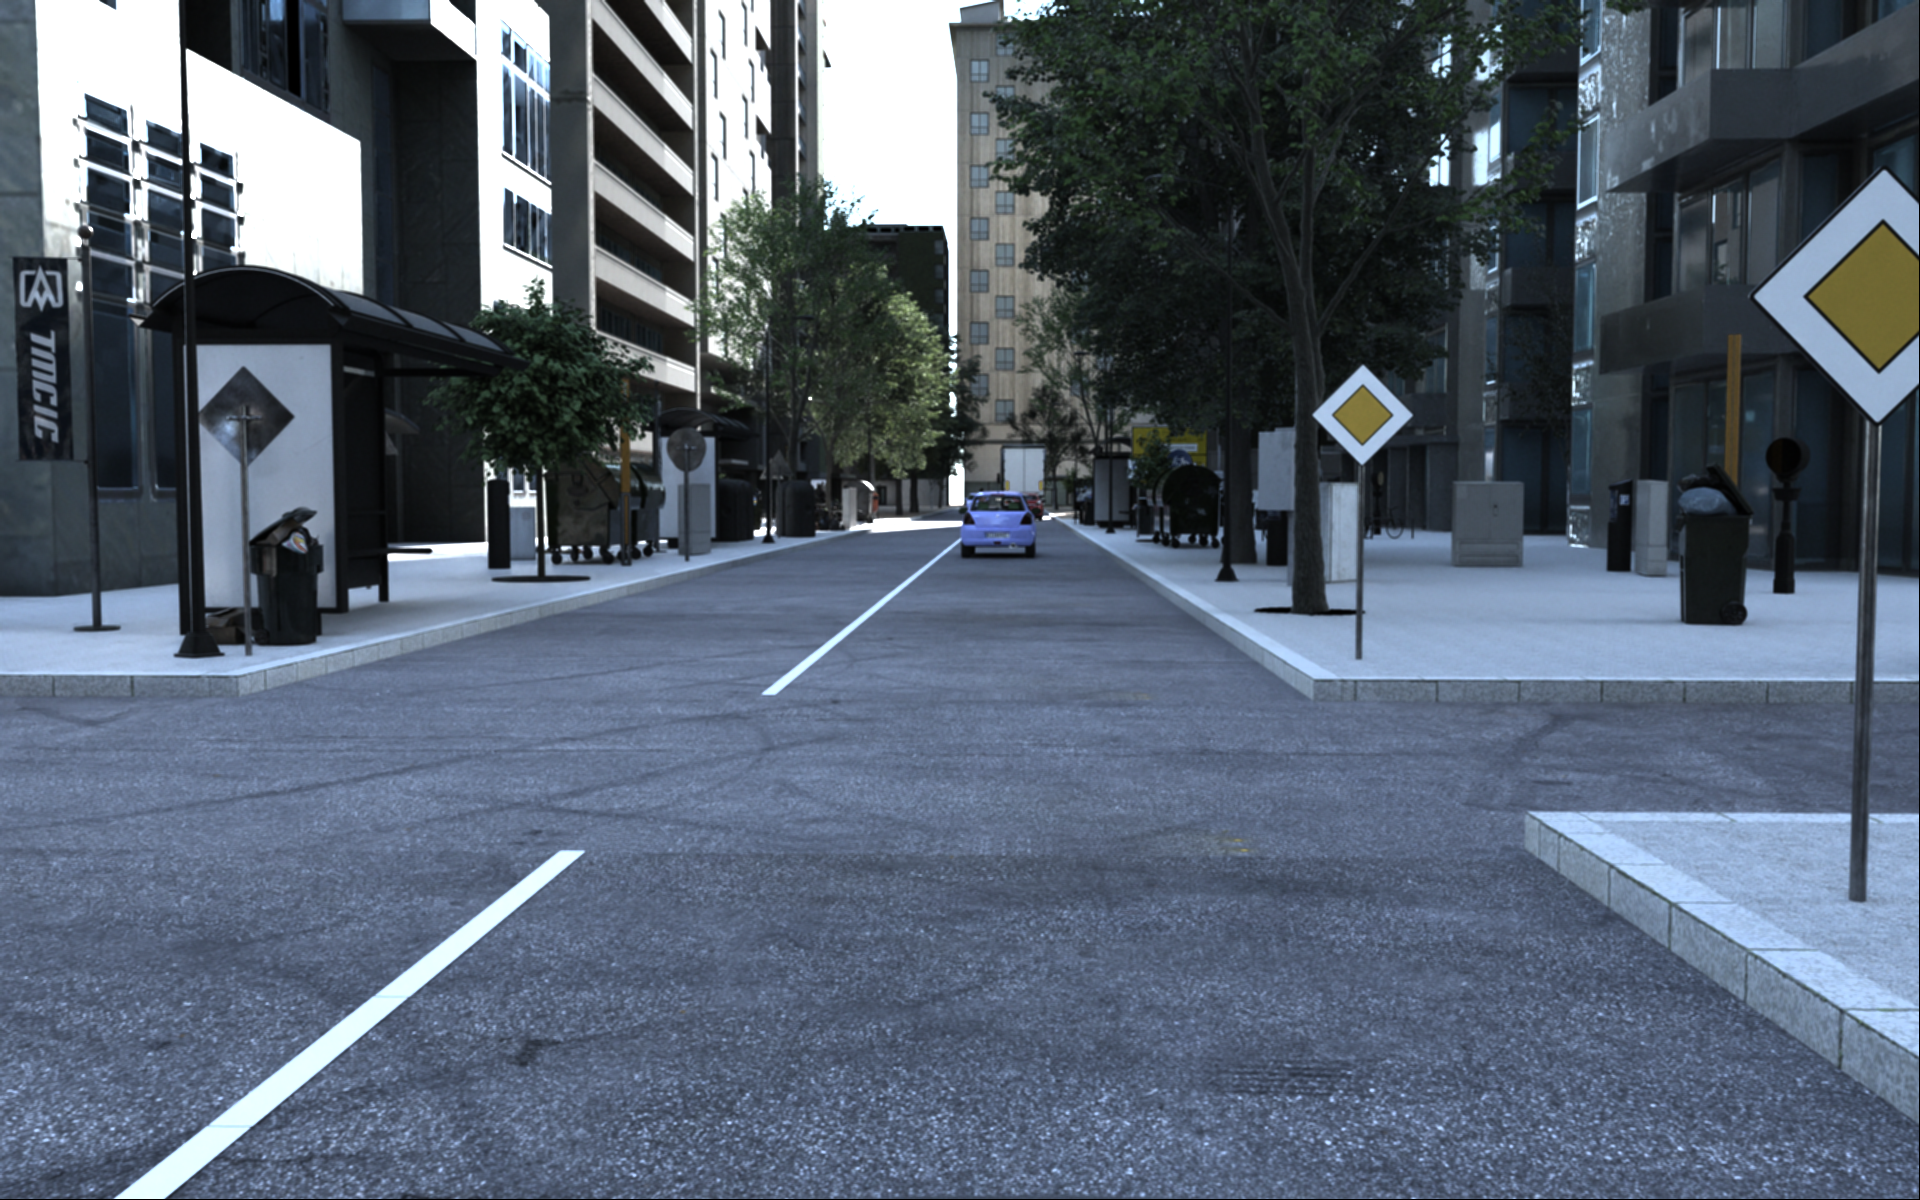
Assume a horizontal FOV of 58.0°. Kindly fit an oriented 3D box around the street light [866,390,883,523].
[{"bbox_3d":[-3.451,-6.348,76.336,1.470,5.913,1.316,0,4,2],"label":"street light"}]

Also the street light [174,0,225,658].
[{"bbox_3d":[-5.480,-2.505,13.504,1.470,5.913,1.316,0,4,2],"label":"street light"}]

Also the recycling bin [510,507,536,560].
[{"bbox_3d":[-8.681,-1.302,33.842,0.722,1.027,0.722,-1,4,-17],"label":"recycling bin"}]

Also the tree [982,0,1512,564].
[{"bbox_3d":[5.261,-7.652,31.759,9.857,13.997,8.962,0,3,0],"label":"tree"}]

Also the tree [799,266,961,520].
[{"bbox_3d":[-4.753,-10.215,85.149,7.486,12.596,7.792,0,3,0],"label":"tree"}]

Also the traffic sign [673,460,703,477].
[{"bbox_3d":[-6.216,-2.406,39.441,0.768,2.556,0.104,1,4,10],"label":"traffic sign"}]

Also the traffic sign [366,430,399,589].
[{"bbox_3d":[-7.998,-1.429,23.361,0.884,2.594,0.081,0,4,7],"label":"traffic sign"}]

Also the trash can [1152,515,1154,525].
[{"bbox_3d":[6.646,-2.943,59.771,0.748,1.137,0.748,0,3,0],"label":"trash can"}]

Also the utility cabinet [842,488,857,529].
[{"bbox_3d":[-4.083,-3.368,63.742,0.318,1.500,1.173,1,4,8],"label":"utility cabinet"}]

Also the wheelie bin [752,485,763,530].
[{"bbox_3d":[-7.390,-3.260,61.209,0.693,1.594,0.980,-3,5,-44],"label":"wheelie bin"}]

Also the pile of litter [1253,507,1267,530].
[{"bbox_3d":[11.086,-2.968,62.486,1.176,0.858,1.719,0,4,7],"label":"pile of litter"}]

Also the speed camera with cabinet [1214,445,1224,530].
[{"bbox_3d":[9.144,-4.085,61.126,2.038,3.252,0.660,0,4,-7],"label":"speed camera with cabinet"}]

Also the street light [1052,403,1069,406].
[{"bbox_3d":[5.384,-7.090,88.460,1.470,5.913,1.316,0,4,2],"label":"street light"}]

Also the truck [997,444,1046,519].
[{"bbox_3d":[3.672,-6.985,103.110,2.839,4.237,11.283,0,4,1],"label":"truck"}]

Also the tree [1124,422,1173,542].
[{"bbox_3d":[5.368,-3.184,46.656,1.663,3.219,1.824,0,3,0],"label":"tree"}]

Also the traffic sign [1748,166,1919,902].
[{"bbox_3d":[2.830,-0.108,5.404,0.795,2.450,0.064,0,4,2],"label":"traffic sign"}]

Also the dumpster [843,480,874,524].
[{"bbox_3d":[-4.357,-4.180,74.105,1.264,1.857,1.865,0,4,2],"label":"dumpster"}]

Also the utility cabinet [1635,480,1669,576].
[{"bbox_3d":[10.924,-1.141,27.334,0.318,1.500,1.173,1,4,13],"label":"utility cabinet"}]

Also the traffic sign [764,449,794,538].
[{"bbox_3d":[-5.263,-3.076,50.301,0.884,2.594,0.081,0,4,6],"label":"traffic sign"}]

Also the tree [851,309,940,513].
[{"bbox_3d":[-3.043,-12.960,118.558,9.857,13.997,8.962,0,3,0],"label":"tree"}]

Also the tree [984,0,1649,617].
[{"bbox_3d":[3.670,-5.667,18.412,9.928,11.665,9.643,0,3,0],"label":"tree"}]

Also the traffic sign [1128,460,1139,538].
[{"bbox_3d":[5.234,-2.983,50.901,0.606,2.300,0.079,1,4,10],"label":"traffic sign"}]

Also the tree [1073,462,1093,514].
[{"bbox_3d":[7.341,-5.908,91.201,1.663,3.219,1.824,0,3,0],"label":"tree"}]

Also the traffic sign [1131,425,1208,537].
[{"bbox_3d":[6.227,-3.524,51.490,2.265,3.308,0.079,1,4,9],"label":"traffic sign"}]

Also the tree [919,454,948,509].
[{"bbox_3d":[-2.540,-12.233,150.371,4.360,8.622,3.978,0,3,0],"label":"tree"}]

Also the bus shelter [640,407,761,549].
[{"bbox_3d":[-6.362,-3.010,43.134,2.014,3.302,5.546,0,4,2],"label":"bus shelter"}]

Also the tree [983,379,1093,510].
[{"bbox_3d":[7.541,-12.563,139.822,7.601,10.594,8.767,2,4,32],"label":"tree"}]

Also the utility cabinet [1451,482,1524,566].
[{"bbox_3d":[9.321,-1.341,30.599,1.173,1.500,0.318,0,4,3],"label":"utility cabinet"}]

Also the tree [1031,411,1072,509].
[{"bbox_3d":[7.903,-12.197,149.780,4.737,8.622,4.395,0,3,0],"label":"tree"}]

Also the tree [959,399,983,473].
[{"bbox_3d":[-1.700,-13.685,158.155,8.767,10.594,7.601,-2,4,-30],"label":"tree"}]

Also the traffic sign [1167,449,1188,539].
[{"bbox_3d":[6.248,-3.019,49.466,0.768,2.556,0.104,1,4,11],"label":"traffic sign"}]

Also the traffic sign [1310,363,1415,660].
[{"bbox_3d":[3.093,-0.596,13.384,0.795,2.450,0.064,0,4,2],"label":"traffic sign"}]

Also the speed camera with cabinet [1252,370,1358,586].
[{"bbox_3d":[5.039,-1.863,24.796,0.660,3.252,2.038,3,5,42],"label":"speed camera with cabinet"}]

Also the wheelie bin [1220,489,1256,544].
[{"bbox_3d":[6.960,-2.171,43.409,0.693,1.594,0.980,-2,4,-35],"label":"wheelie bin"}]

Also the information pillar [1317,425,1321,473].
[{"bbox_3d":[8.438,-3.076,41.641,0.504,3.616,0.183,-1,4,-17],"label":"information pillar"}]

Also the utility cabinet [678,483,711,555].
[{"bbox_3d":[-5.633,-1.713,36.683,0.318,1.500,1.173,1,4,12],"label":"utility cabinet"}]

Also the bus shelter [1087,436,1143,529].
[{"bbox_3d":[5.772,-4.258,63.545,2.014,3.302,5.546,0,4,2],"label":"bus shelter"}]

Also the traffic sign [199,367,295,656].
[{"bbox_3d":[-5.646,-0.615,13.691,0.795,2.450,0.064,0,4,2],"label":"traffic sign"}]

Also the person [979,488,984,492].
[{"bbox_3d":[1.249,-5.133,93.133,0.721,1.736,1.217,-1,4,-17],"label":"person"}]

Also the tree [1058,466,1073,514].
[{"bbox_3d":[7.178,-7.014,109.284,1.663,3.219,1.824,0,3,0],"label":"tree"}]

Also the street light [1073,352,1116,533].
[{"bbox_3d":[4.390,-5.138,56.555,1.470,5.913,1.316,0,4,2],"label":"street light"}]

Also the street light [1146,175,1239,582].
[{"bbox_3d":[3.391,-3.231,25.368,1.470,5.913,1.316,0,4,2],"label":"street light"}]

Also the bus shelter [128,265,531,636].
[{"bbox_3d":[-6.249,-1.479,18.106,2.014,3.302,5.546,0,4,2],"label":"bus shelter"}]

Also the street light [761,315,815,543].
[{"bbox_3d":[-4.475,-4.441,45.149,1.470,5.913,1.316,0,4,2],"label":"street light"}]

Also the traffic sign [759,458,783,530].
[{"bbox_3d":[-6.819,-3.825,62.549,0.884,2.594,0.081,0,4,7],"label":"traffic sign"}]

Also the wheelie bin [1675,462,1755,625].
[{"bbox_3d":[7.453,-0.566,17.166,0.693,1.594,0.980,1,4,16],"label":"wheelie bin"}]

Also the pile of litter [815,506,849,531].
[{"bbox_3d":[-4.792,-2.872,60.929,1.719,0.858,1.176,1,4,19],"label":"pile of litter"}]

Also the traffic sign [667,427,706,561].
[{"bbox_3d":[-5.219,-2.015,33.049,0.768,2.556,0.104,0,4,5],"label":"traffic sign"}]
